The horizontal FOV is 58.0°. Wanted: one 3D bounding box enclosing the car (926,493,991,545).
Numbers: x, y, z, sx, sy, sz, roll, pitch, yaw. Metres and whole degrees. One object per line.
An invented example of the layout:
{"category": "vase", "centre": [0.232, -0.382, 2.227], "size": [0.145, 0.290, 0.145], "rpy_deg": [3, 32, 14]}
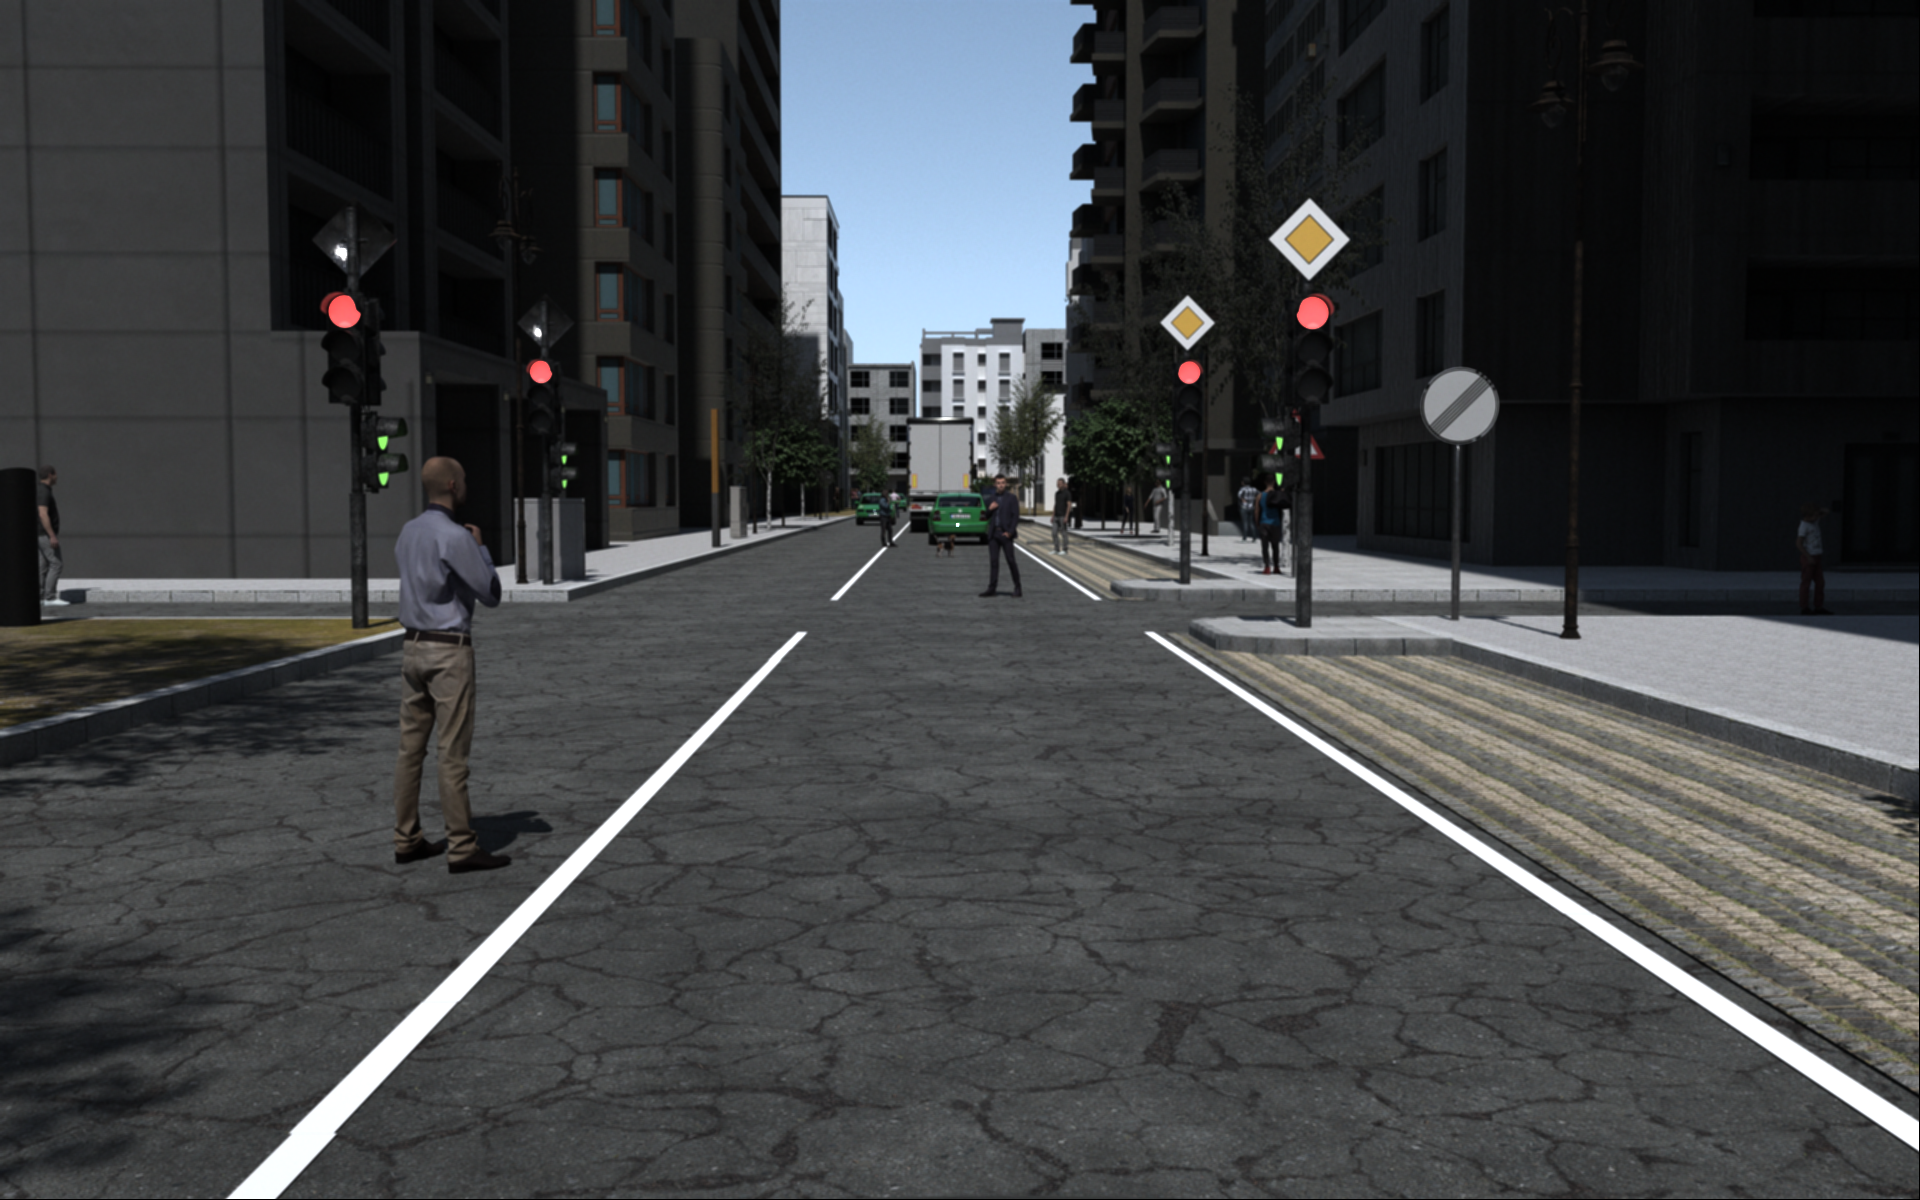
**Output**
{"category": "car", "centre": [-0.019, -2.535, 50.244], "size": [1.959, 1.807, 4.718], "rpy_deg": [0, 4, -1]}

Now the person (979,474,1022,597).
{"category": "person", "centre": [0.573, -0.899, 24.120], "size": [0.530, 1.710, 0.541], "rpy_deg": [-3, 5, -45]}

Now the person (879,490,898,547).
{"category": "person", "centre": [-1.969, -2.190, 46.511], "size": [0.499, 1.552, 0.429], "rpy_deg": [-3, 5, -40]}

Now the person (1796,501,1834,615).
{"category": "person", "centre": [10.127, -0.495, 20.500], "size": [0.340, 1.345, 0.435], "rpy_deg": [3, 5, 43]}

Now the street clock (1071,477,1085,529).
{"category": "street clock", "centre": [4.379, -3.667, 64.523], "size": [0.471, 2.002, 0.358], "rpy_deg": [1, 4, 21]}

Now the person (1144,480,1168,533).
{"category": "person", "centre": [6.450, -3.117, 57.149], "size": [0.789, 1.805, 0.875], "rpy_deg": [-3, 4, -37]}

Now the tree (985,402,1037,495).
{"category": "tree", "centre": [4.041, -11.245, 134.221], "size": [4.360, 8.622, 3.978], "rpy_deg": [0, 3, 0]}

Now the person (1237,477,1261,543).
{"category": "person", "centre": [7.549, -2.365, 45.433], "size": [0.841, 1.734, 0.376], "rpy_deg": [-2, 4, -27]}

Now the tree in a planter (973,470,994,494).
{"category": "tree in a planter", "centre": [1.916, -7.914, 126.619], "size": [1.991, 3.239, 1.994], "rpy_deg": [0, 4, -1]}

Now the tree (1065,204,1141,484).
{"category": "tree", "centre": [4.964, -5.632, 42.443], "size": [4.360, 8.622, 3.978], "rpy_deg": [0, 3, 0]}

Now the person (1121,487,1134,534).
{"category": "person", "centre": [5.380, -2.884, 55.743], "size": [0.613, 1.512, 0.480], "rpy_deg": [3, 5, 42]}

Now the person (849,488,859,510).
{"category": "person", "centre": [-8.630, -8.187, 140.621], "size": [0.721, 1.743, 1.217], "rpy_deg": [-3, 5, -40]}

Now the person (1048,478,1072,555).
{"category": "person", "centre": [2.350, -1.971, 40.850], "size": [0.434, 1.807, 0.598], "rpy_deg": [-2, 4, -25]}

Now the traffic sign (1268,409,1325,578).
{"category": "traffic sign", "centre": [5.101, -1.615, 26.417], "size": [0.884, 2.594, 0.081], "rpy_deg": [0, 4, 3]}

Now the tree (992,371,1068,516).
{"category": "tree", "centre": [4.141, -9.687, 108.740], "size": [4.737, 8.622, 4.395], "rpy_deg": [0, 3, 0]}

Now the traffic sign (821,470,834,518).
{"category": "traffic sign", "centre": [-7.101, -5.638, 92.284], "size": [0.768, 2.556, 0.104], "rpy_deg": [0, 4, 7]}

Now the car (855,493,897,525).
{"category": "car", "centre": [-3.916, -4.412, 80.929], "size": [1.959, 1.807, 4.718], "rpy_deg": [0, 4, -1]}

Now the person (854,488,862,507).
{"category": "person", "centre": [-9.635, -9.617, 163.271], "size": [0.705, 1.826, 1.348], "rpy_deg": [-3, 5, -42]}

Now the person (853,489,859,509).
{"category": "person", "centre": [-8.569, -8.392, 143.973], "size": [0.721, 1.743, 1.217], "rpy_deg": [0, 4, 7]}

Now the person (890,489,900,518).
{"category": "person", "centre": [-3.902, -5.714, 102.856], "size": [0.756, 1.711, 0.436], "rpy_deg": [0, 4, 6]}

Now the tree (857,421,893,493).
{"category": "tree", "centre": [-8.501, -13.682, 174.058], "size": [4.360, 8.622, 3.978], "rpy_deg": [0, 3, 0]}

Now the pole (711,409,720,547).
{"category": "pole", "centre": [-5.865, -2.920, 41.584], "size": [0.158, 3.312, 0.155], "rpy_deg": [0, 3, 0]}

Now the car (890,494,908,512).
{"category": "car", "centre": [-5.256, -8.139, 141.865], "size": [1.959, 1.807, 4.718], "rpy_deg": [0, 4, -2]}

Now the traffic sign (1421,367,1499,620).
{"category": "traffic sign", "centre": [5.034, -1.066, 17.532], "size": [0.768, 2.556, 0.104], "rpy_deg": [0, 4, 6]}

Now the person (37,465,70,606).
{"category": "person", "centre": [-11.721, -0.836, 22.303], "size": [0.434, 1.807, 0.598], "rpy_deg": [-2, 4, -26]}

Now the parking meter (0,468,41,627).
{"category": "parking meter", "centre": [-9.173, -0.516, 16.847], "size": [0.372, 1.533, 0.369], "rpy_deg": [0, 3, 0]}

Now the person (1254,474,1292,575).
{"category": "person", "centre": [5.017, -1.205, 27.620], "size": [0.647, 1.594, 0.662], "rpy_deg": [0, 4, 2]}

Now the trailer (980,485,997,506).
{"category": "trailer", "centre": [1.838, -6.575, 114.544], "size": [1.471, 1.999, 3.904], "rpy_deg": [0, 4, -2]}

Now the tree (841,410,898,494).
{"category": "tree", "centre": [-8.210, -12.221, 150.177], "size": [4.737, 8.622, 4.395], "rpy_deg": [0, 3, 0]}

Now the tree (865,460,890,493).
{"category": "tree", "centre": [-8.089, -10.763, 159.687], "size": [4.285, 4.588, 4.351], "rpy_deg": [0, 3, 0]}

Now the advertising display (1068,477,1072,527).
{"category": "advertising display", "centre": [4.246, -3.778, 66.981], "size": [0.123, 1.923, 0.974], "rpy_deg": [0, 4, 6]}

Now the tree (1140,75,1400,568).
{"category": "tree", "centre": [5.451, -4.871, 30.011], "size": [4.360, 8.622, 3.978], "rpy_deg": [0, 3, 0]}

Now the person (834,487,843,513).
{"category": "person", "centre": [-8.364, -6.888, 119.183], "size": [0.721, 1.766, 1.217], "rpy_deg": [2, 4, 26]}

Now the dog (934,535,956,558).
{"category": "dog", "centre": [-0.335, -1.220, 39.239], "size": [0.406, 0.507, 0.540], "rpy_deg": [1, 4, 10]}

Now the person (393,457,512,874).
{"category": "person", "centre": [-1.986, 0.238, 6.671], "size": [0.516, 1.574, 0.319], "rpy_deg": [3, 5, 41]}

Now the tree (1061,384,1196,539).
{"category": "tree", "centre": [5.124, -4.085, 50.498], "size": [4.285, 4.588, 4.351], "rpy_deg": [0, 3, 0]}

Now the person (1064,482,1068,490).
{"category": "person", "centre": [4.787, -4.420, 78.443], "size": [0.434, 1.807, 0.598], "rpy_deg": [-1, 4, -19]}
